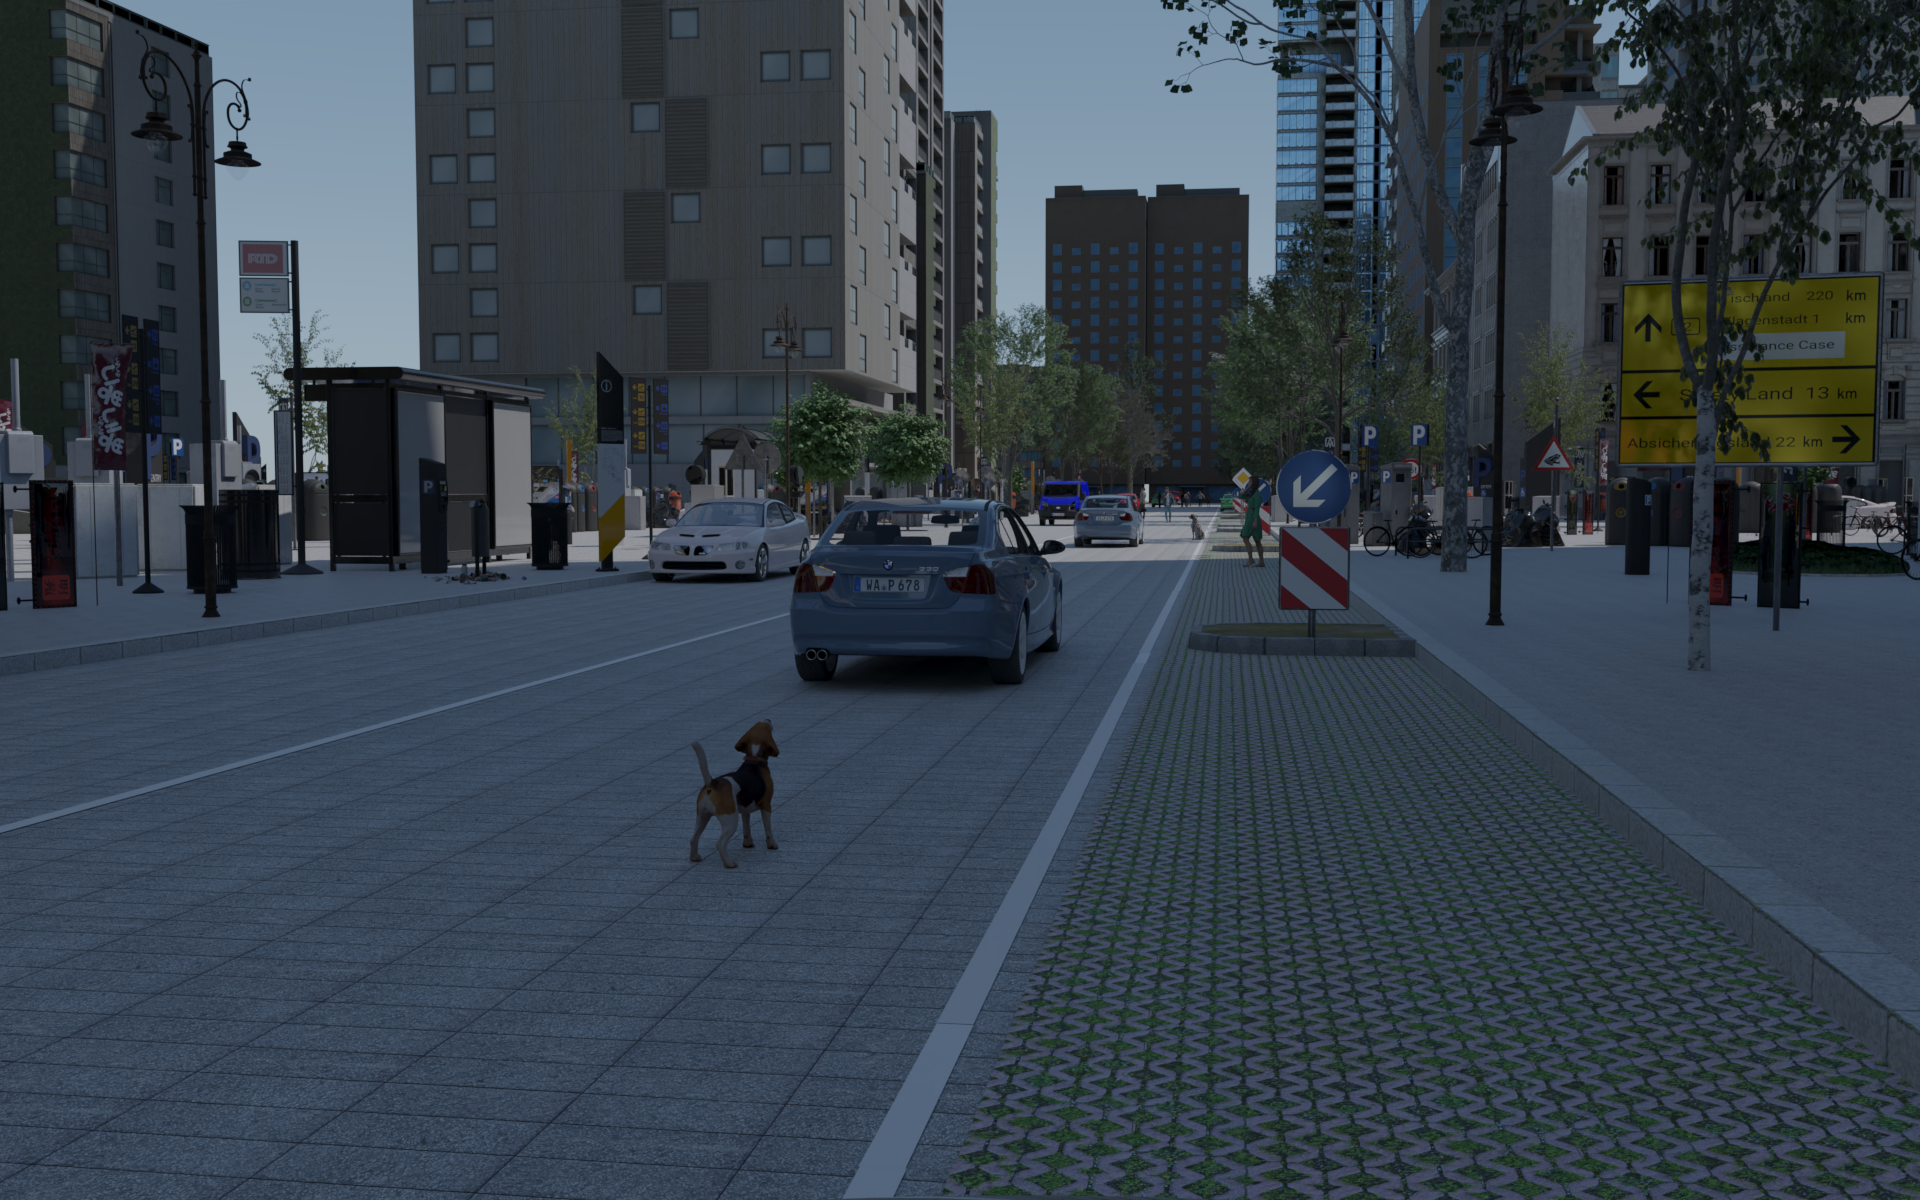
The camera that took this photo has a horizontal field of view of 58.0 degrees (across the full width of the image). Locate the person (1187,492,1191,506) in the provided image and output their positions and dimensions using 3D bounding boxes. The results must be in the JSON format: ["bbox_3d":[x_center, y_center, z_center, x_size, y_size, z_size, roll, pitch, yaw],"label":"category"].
[{"bbox_3d":[26.721,-11.804,202.418,0.530,1.710,0.541,-1,4,-14],"label":"person"}]

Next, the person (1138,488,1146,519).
[{"bbox_3d":[10.401,-5.522,98.969,0.473,1.802,0.592,3,5,42],"label":"person"}]

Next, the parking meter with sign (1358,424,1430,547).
[{"bbox_3d":[10.723,-2.840,42.690,1.738,3.016,0.543,-2,4,-31],"label":"parking meter with sign"}]

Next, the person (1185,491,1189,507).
[{"bbox_3d":[25.565,-11.379,195.269,0.721,1.735,1.217,2,4,27],"label":"person"}]

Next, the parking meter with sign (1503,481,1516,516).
[{"bbox_3d":[31.438,-6.286,99.033,1.738,3.016,0.543,1,4,22],"label":"parking meter with sign"}]

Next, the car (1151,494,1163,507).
[{"bbox_3d":[21.887,-11.030,189.138,1.959,1.807,4.718,1,4,10],"label":"car"}]

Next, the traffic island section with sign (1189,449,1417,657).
[{"bbox_3d":[3.156,-0.462,16.182,1.989,1.847,2.006,1,4,9],"label":"traffic island section with sign"}]

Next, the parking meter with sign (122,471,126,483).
[{"bbox_3d":[-47.134,-6.107,96.105,1.738,3.016,0.543,0,4,4],"label":"parking meter with sign"}]

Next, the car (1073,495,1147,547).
[{"bbox_3d":[4.162,-2.208,48.106,2.014,1.417,4.499,1,4,9],"label":"car"}]

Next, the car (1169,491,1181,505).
[{"bbox_3d":[27.357,-13.044,221.941,2.281,1.827,5.304,1,4,11],"label":"car"}]

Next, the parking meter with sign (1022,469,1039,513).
[{"bbox_3d":[4.629,-7.590,120.355,1.738,3.016,0.543,0,4,7],"label":"parking meter with sign"}]

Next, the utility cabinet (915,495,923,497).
[{"bbox_3d":[-2.229,-5.028,93.369,0.306,1.237,1.020,1,4,14],"label":"utility cabinet"}]

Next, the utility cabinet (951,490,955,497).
[{"bbox_3d":[-0.122,-5.957,106.083,0.318,1.500,1.173,-3,4,-38],"label":"utility cabinet"}]

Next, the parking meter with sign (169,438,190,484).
[{"bbox_3d":[-23.693,-3.533,54.023,1.738,3.016,0.543,1,4,14],"label":"parking meter with sign"}]

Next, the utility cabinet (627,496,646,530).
[{"bbox_3d":[-11.639,-3.092,61.712,1.020,1.237,0.306,3,4,37],"label":"utility cabinet"}]

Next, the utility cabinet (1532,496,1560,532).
[{"bbox_3d":[18.998,-2.754,56.192,0.306,1.237,1.020,-1,4,-19],"label":"utility cabinet"}]

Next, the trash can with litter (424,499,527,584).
[{"bbox_3d":[-7.294,-0.893,25.651,1.678,1.210,2.233,0,4,-4],"label":"trash can with litter"}]

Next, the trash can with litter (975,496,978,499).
[{"bbox_3d":[1.067,-8.089,143.639,0.624,1.170,1.055,-3,5,-42],"label":"trash can with litter"}]

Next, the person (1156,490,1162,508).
[{"bbox_3d":[20.701,-10.487,179.992,0.705,1.821,1.348,-1,4,-16],"label":"person"}]

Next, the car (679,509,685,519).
[{"bbox_3d":[-9.763,-3.724,73.243,4.827,1.381,2.083,1,4,10],"label":"car"}]

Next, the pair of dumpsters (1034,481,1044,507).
[{"bbox_3d":[5.433,-7.524,125.518,1.574,2.255,4.437,1,4,9],"label":"pair of dumpsters"}]

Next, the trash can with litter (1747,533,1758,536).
[{"bbox_3d":[24.765,-2.553,52.795,1.678,1.210,2.233,2,4,34],"label":"trash can with litter"}]

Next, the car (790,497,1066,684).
[{"bbox_3d":[-0.173,-0.149,14.436,2.014,1.417,4.499,1,4,9],"label":"car"}]

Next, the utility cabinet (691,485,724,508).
[{"bbox_3d":[-5.995,-1.991,41.238,0.318,1.500,1.173,-2,4,-35],"label":"utility cabinet"}]

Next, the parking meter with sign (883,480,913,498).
[{"bbox_3d":[-2.948,-5.019,78.325,1.738,3.016,0.543,1,4,13],"label":"parking meter with sign"}]

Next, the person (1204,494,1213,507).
[{"bbox_3d":[27.757,-11.111,193.429,1.065,1.426,0.557,0,4,-4],"label":"person"}]

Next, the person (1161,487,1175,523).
[{"bbox_3d":[10.330,-4.729,86.173,0.623,1.781,0.721,-1,4,-14],"label":"person"}]

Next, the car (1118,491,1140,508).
[{"bbox_3d":[11.592,-6.817,120.498,2.155,1.783,4.494,0,4,8],"label":"car"}]

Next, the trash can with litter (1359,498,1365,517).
[{"bbox_3d":[19.627,-4.452,84.178,1.055,1.170,0.624,0,4,4],"label":"trash can with litter"}]

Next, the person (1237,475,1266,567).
[{"bbox_3d":[5.725,-1.526,33.692,0.529,1.795,0.600,-1,4,-15],"label":"person"}]

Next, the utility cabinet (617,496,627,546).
[{"bbox_3d":[-8.569,-1.932,42.742,0.306,1.237,1.020,0,4,5],"label":"utility cabinet"}]

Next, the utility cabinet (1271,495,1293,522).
[{"bbox_3d":[14.677,-4.144,78.916,1.020,1.237,0.306,-2,4,-24],"label":"utility cabinet"}]

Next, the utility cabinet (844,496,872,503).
[{"bbox_3d":[-3.798,-3.261,64.476,1.020,1.237,0.306,0,4,-5],"label":"utility cabinet"}]

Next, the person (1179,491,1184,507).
[{"bbox_3d":[24.344,-11.077,190.437,0.721,1.723,1.217,-1,4,-17],"label":"person"}]

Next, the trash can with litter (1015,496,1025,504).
[{"bbox_3d":[3.294,-5.403,99.718,1.055,1.170,0.624,-2,4,-27],"label":"trash can with litter"}]

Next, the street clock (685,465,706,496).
[{"bbox_3d":[-6.633,-2.382,43.518,0.471,2.002,0.358,1,4,19],"label":"street clock"}]

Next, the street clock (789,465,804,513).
[{"bbox_3d":[-4.160,-2.399,43.796,0.358,2.002,0.471,2,4,32],"label":"street clock"}]

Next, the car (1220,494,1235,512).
[{"bbox_3d":[21.477,-7.824,136.716,1.959,1.807,4.718,1,4,9],"label":"car"}]

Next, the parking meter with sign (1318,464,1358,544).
[{"bbox_3d":[9.894,-2.949,44.473,0.543,3.016,1.738,-2,4,-30],"label":"parking meter with sign"}]

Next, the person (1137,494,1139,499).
[{"bbox_3d":[15.614,-8.573,151.920,0.557,1.426,1.065,-1,4,-9],"label":"person"}]

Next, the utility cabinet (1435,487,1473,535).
[{"bbox_3d":[15.489,-2.792,54.330,1.173,1.500,0.318,-1,4,-18],"label":"utility cabinet"}]

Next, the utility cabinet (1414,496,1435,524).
[{"bbox_3d":[19.854,-3.819,73.607,1.020,1.237,0.306,0,4,-2],"label":"utility cabinet"}]

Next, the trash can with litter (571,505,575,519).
[{"bbox_3d":[-15.731,-3.478,68.250,0.624,1.170,1.055,-3,4,-39],"label":"trash can with litter"}]

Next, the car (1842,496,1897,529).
[{"bbox_3d":[33.399,-3.326,66.746,4.827,1.381,2.083,1,4,10],"label":"car"}]

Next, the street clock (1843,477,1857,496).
[{"bbox_3d":[37.336,-4.167,72.706,0.471,2.002,0.358,-1,4,-11],"label":"street clock"}]

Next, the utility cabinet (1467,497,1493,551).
[{"bbox_3d":[11.777,-1.724,39.353,0.306,1.237,1.020,-1,4,-10],"label":"utility cabinet"}]

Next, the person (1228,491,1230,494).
[{"bbox_3d":[30.674,-11.560,197.520,1.348,1.823,0.705,2,4,28],"label":"person"}]

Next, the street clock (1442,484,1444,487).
[{"bbox_3d":[34.868,-7.367,125.013,0.471,2.002,0.358,1,4,14],"label":"street clock"}]

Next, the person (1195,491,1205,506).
[{"bbox_3d":[27.698,-11.702,199.805,1.348,1.826,0.705,3,5,41],"label":"person"}]

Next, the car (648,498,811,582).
[{"bbox_3d":[-3.883,-1.071,29.867,2.083,1.381,4.827,1,4,9],"label":"car"}]

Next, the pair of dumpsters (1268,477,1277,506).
[{"bbox_3d":[19.095,-6.180,103.540,1.574,2.255,4.437,1,4,9],"label":"pair of dumpsters"}]
